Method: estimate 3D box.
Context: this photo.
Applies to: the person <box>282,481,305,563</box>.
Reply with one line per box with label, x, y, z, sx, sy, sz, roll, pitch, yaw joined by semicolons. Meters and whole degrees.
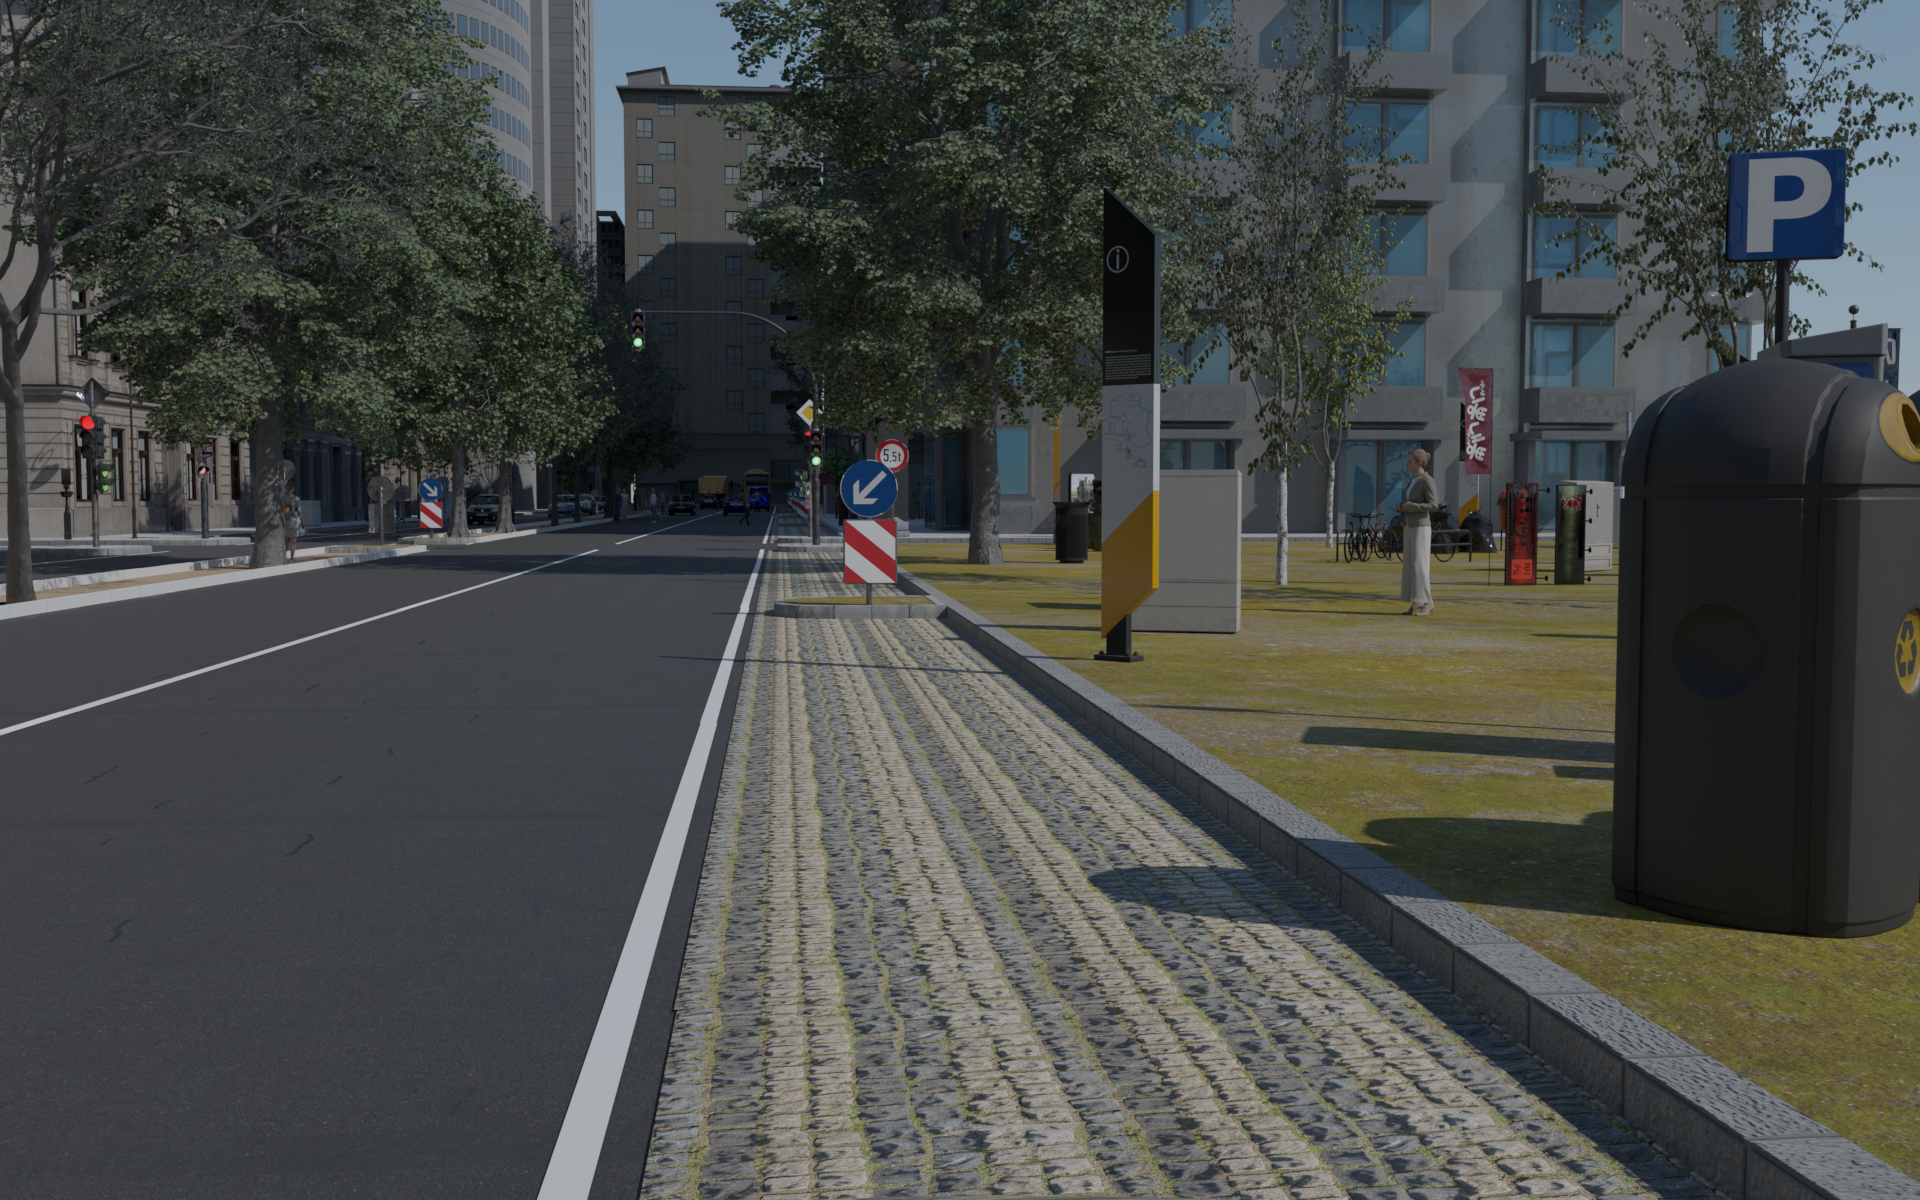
person;-13.804;-1.604;35.729;0.512;1.701;0.522;0;4;3

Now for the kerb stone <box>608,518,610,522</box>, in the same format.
kerb stone;-18.090;-4.039;88.238;0.120;0.150;1.000;0;4;-6

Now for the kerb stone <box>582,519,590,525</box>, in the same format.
kerb stone;-17.129;-3.477;79.045;0.120;0.150;1.000;0;4;-6

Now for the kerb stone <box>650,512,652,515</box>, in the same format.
kerb stone;-21.061;-5.787;116.813;0.120;0.150;1.000;0;4;-6

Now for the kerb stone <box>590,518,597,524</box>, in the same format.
kerb stone;-17.444;-3.664;82.104;0.120;0.150;1.000;0;4;-6

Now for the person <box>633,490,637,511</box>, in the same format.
person;-27.372;-8.381;145.658;0.705;1.807;1.348;0;4;-7

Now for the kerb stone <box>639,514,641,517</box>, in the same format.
kerb stone;-20.109;-5.225;107.631;0.120;0.150;1.000;0;4;-6

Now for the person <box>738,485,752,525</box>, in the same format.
person;-9.804;-4.340;79.362;0.656;1.842;0.836;3;5;43

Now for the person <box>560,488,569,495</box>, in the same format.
person;-35.044;-9.034;153.740;1.348;1.826;0.705;1;4;18

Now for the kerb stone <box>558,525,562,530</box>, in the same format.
kerb stone;-16.067;-2.848;68.852;0.120;0.150;1.000;0;4;-6

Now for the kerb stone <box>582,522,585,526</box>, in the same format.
kerb stone;-16.913;-3.352;77.004;0.120;0.150;1.000;0;4;-6

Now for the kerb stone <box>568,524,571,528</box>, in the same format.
kerb stone;-16.388;-3.038;71.913;0.120;0.150;1.000;0;4;-6

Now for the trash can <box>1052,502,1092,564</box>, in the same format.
trash can;2.071;-1.251;32.114;0.748;1.137;0.748;0;3;0

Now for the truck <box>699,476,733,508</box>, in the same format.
truck;-25.641;-11.314;180.906;3.469;3.379;9.791;0;4;-4

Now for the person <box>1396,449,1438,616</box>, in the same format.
person;4.816;-0.721;18.377;0.362;1.759;0.519;-1;4;-12

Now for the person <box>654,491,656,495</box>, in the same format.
person;-31.015;-10.173;175.283;0.568;1.767;0.683;-1;4;-21

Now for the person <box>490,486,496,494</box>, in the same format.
person;-30.429;-6.523;112.792;0.850;1.850;0.679;2;4;26

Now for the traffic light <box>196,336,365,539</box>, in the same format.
traffic light;-19.564;-4.597;49.833;4.771;5.953;1.251;0;4;-6

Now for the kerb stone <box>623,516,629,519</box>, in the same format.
kerb stone;-19.257;-4.726;99.467;0.120;0.150;1.000;0;4;-6

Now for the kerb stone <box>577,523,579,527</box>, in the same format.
kerb stone;-16.709;-3.228;74.970;0.120;0.150;1.000;0;4;-6

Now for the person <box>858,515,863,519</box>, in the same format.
person;-3.828;-3.657;66.384;0.362;1.759;0.519;0;4;-5

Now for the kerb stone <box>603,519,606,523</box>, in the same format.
kerb stone;-17.874;-3.914;86.205;0.120;0.150;1.000;0;4;-6

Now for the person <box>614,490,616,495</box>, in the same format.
person;-33.506;-9.810;168.530;0.705;1.869;1.348;-1;4;-22

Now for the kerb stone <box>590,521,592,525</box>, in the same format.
kerb stone;-17.233;-3.539;80.062;0.120;0.150;1.000;0;4;-6

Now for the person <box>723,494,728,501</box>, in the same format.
person;-18.883;-7.841;139.920;0.991;1.433;0.599;3;5;44

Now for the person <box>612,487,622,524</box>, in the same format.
person;-16.608;-4.579;83.795;0.534;1.772;0.576;-1;4;-14

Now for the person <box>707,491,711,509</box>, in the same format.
person;-24.718;-9.869;170.583;1.217;1.743;0.721;0;4;-6

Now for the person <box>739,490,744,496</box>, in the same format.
person;-20.202;-9.337;161.162;1.348;1.823;0.705;-1;4;-12

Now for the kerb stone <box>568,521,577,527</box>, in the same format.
kerb stone;-16.603;-3.166;73.953;0.120;0.150;1.000;0;4;-6

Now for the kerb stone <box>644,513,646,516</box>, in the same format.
kerb stone;-20.527;-5.475;111.709;0.120;0.150;1.000;0;4;-6

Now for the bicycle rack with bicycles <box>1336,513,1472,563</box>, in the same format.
bicycle rack with bicycles;8.176;-1.181;32.692;2.925;0.926;2.852;-3;5;-41

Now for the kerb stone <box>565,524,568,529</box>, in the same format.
kerb stone;-16.275;-2.973;70.896;0.120;0.150;1.000;0;4;-6

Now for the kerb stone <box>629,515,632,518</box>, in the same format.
kerb stone;-19.478;-4.851;101.506;0.120;0.150;1.000;0;4;-6

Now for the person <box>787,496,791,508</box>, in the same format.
person;-15.495;-9.048;157.361;0.541;1.710;0.530;-3;5;-43

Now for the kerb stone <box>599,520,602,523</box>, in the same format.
kerb stone;-17.655;-3.790;84.164;0.120;0.150;1.000;0;4;-6

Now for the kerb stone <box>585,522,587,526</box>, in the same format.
kerb stone;-17.022;-3.415;78.026;0.120;0.150;1.000;0;4;-6

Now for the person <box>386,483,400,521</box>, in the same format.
person;-26.889;-4.650;82.167;0.635;1.810;0.391;-2;4;-24

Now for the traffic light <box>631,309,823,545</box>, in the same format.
traffic light;-5.713;-4.184;43.080;4.771;5.953;1.251;0;4;-6

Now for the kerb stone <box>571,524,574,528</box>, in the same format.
kerb stone;-16.488;-3.103;72.933;0.120;0.150;1.000;0;4;-6

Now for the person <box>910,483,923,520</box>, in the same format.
person;-2.187;-4.946;86.716;0.655;1.846;0.447;-2;4;-24

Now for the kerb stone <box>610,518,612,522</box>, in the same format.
kerb stone;-18.189;-4.099;89.260;0.120;0.150;1.000;0;4;-6

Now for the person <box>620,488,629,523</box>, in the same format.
person;-16.660;-4.702;85.948;0.480;1.755;0.524;-2;4;-29

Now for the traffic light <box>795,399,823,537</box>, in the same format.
traffic light;-4.468;-3.820;51.379;0.839;4.253;0.868;0;4;-6

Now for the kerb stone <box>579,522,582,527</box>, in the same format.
kerb stone;-16.802;-3.290;75.988;0.120;0.150;1.000;0;4;-6

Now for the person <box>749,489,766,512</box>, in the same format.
person;-15.917;-7.797;135.967;1.348;1.826;0.705;0;4;-1

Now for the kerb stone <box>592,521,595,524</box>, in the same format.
kerb stone;-17.340;-3.599;81.079;0.120;0.150;1.000;0;4;-6

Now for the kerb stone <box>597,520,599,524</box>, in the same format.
kerb stone;-17.548;-3.727;83.134;0.120;0.150;1.000;0;4;-6

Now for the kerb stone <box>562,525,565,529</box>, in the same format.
kerb stone;-16.173;-2.916;69.879;0.120;0.150;1.000;0;4;-6

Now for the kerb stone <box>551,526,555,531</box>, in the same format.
kerb stone;-15.856;-2.729;66.818;0.120;0.150;1.000;0;4;-6

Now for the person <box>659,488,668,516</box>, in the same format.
person;-19.011;-6.265;110.959;0.620;1.820;0.660;-1;4;-9

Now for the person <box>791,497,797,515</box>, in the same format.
person;-9.985;-5.745;105.018;0.523;1.515;0.503;2;4;35

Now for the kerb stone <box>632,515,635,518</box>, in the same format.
kerb stone;-19.686;-4.975;103.542;0.120;0.150;1.000;0;4;-6

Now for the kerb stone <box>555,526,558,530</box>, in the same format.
kerb stone;-15.968;-2.791;67.835;0.120;0.150;1.000;0;4;-6

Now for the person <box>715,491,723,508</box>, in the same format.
person;-24.267;-10.083;174.176;0.721;1.723;1.217;3;5;40

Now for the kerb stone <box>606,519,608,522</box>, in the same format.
kerb stone;-17.975;-3.969;87.223;0.120;0.150;1.000;0;4;-6

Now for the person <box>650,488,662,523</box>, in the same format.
person;-15.081;-4.698;85.984;0.598;1.740;0.731;0;4;2

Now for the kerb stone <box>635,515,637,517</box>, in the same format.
kerb stone;-19.787;-5.036;104.571;0.120;0.150;1.000;0;4;-6

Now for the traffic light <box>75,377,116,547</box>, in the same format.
traffic light;-20.808;-3.224;41.640;0.839;4.253;0.868;0;4;-6
